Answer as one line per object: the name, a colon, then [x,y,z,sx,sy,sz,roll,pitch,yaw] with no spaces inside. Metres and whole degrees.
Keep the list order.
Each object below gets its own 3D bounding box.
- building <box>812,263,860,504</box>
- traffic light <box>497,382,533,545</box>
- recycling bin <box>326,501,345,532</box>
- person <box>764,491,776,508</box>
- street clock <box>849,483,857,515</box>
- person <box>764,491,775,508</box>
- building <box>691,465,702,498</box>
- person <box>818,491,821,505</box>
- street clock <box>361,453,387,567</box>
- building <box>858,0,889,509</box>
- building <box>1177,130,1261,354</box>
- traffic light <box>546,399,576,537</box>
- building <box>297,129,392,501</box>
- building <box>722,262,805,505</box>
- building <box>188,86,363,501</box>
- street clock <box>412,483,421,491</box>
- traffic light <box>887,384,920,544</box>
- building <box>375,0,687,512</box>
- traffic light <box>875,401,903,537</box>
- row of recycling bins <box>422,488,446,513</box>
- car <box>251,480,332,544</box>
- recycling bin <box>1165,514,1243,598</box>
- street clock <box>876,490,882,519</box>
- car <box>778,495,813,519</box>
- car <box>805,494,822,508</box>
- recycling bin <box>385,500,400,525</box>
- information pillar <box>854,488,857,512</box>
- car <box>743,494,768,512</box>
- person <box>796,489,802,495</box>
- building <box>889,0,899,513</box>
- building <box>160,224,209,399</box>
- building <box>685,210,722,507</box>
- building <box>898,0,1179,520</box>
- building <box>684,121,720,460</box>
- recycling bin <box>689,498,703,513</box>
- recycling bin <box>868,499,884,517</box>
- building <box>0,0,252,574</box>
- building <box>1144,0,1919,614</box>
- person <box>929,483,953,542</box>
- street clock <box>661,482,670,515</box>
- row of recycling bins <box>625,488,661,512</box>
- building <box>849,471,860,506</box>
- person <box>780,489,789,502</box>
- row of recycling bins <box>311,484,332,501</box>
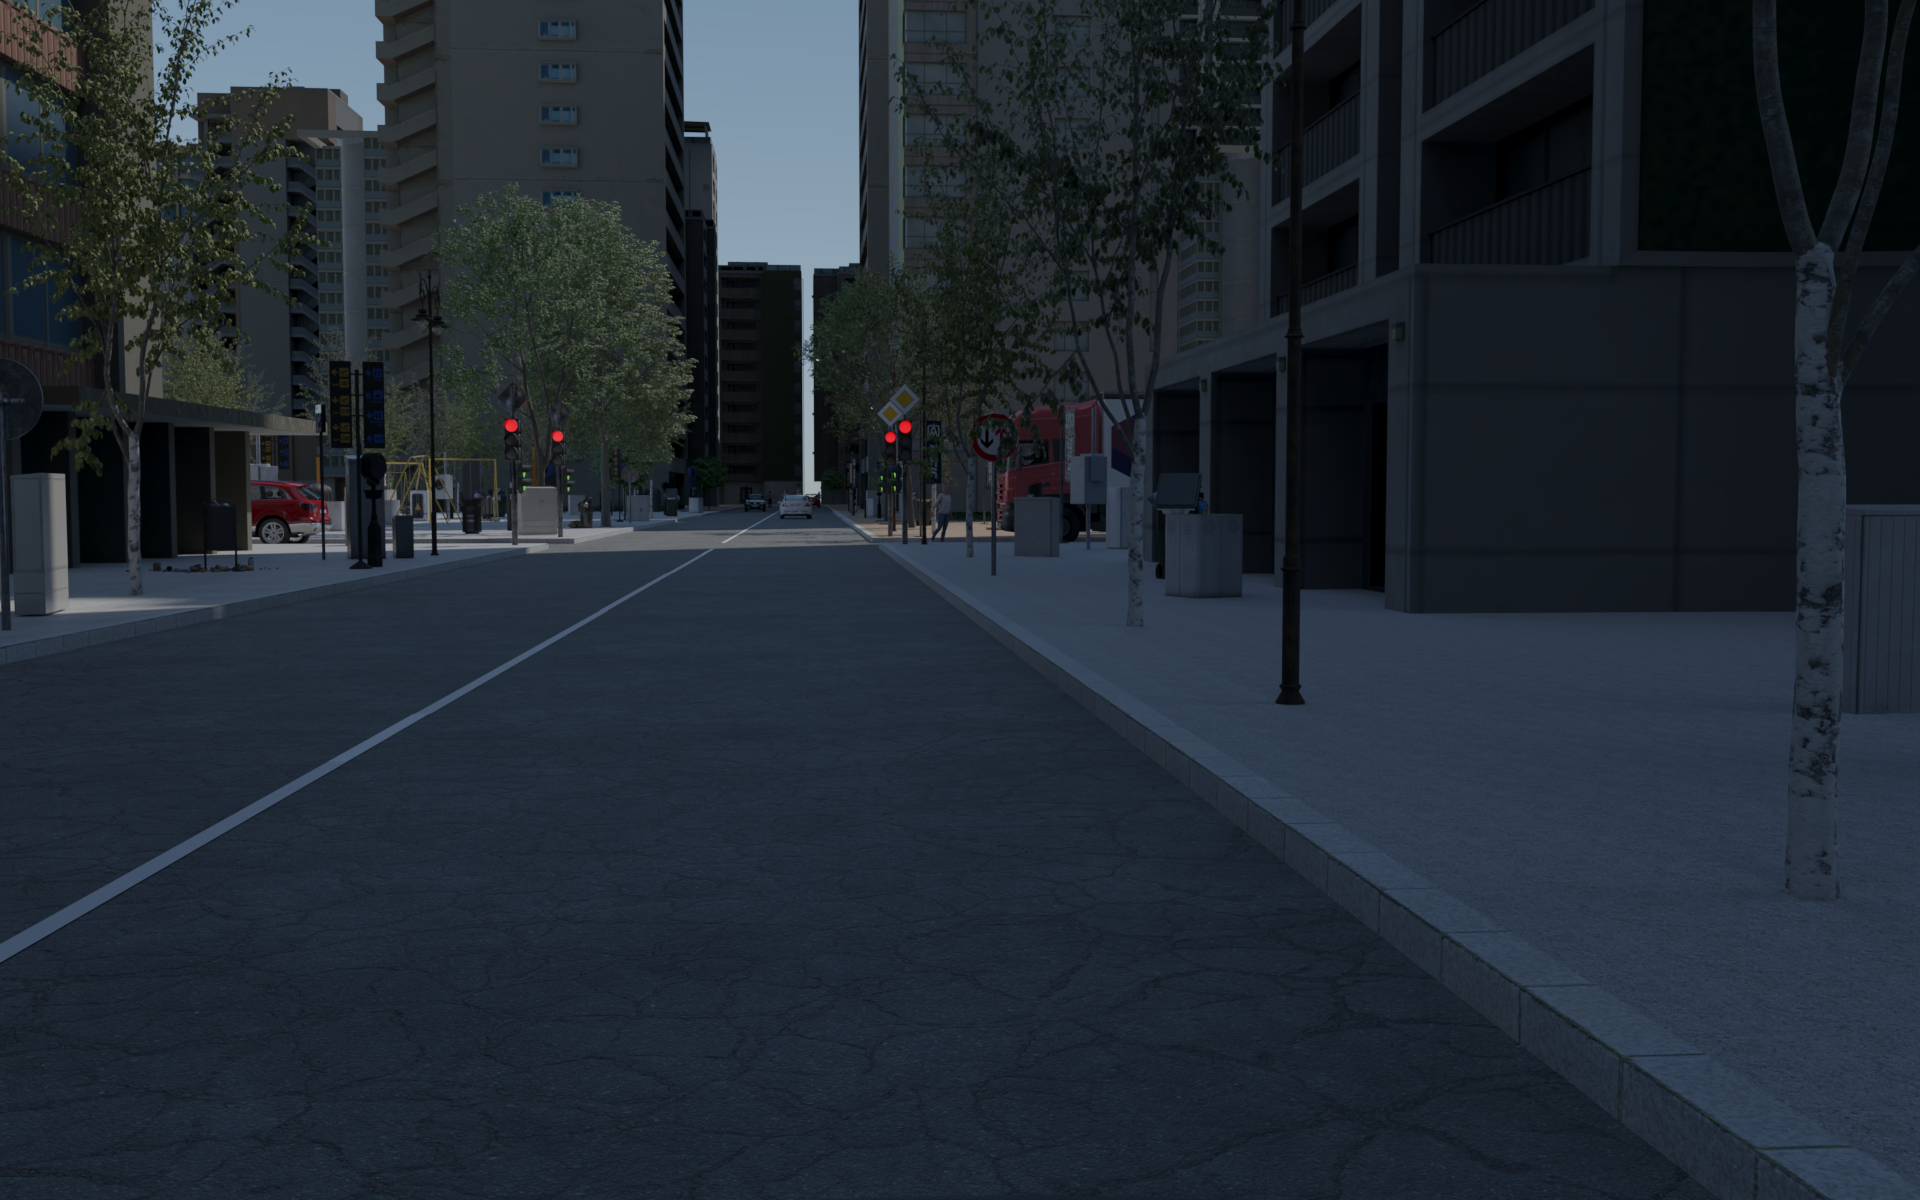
building: [-11.681,-27.395,219.613,14.107,30.474,14.160,0,4,-5]
traffic light: [-11.152,-3.330,43.361,0.839,4.253,0.868,0,4,-5]
recycling bin: [-21.591,-2.881,59.663,0.722,1.027,0.722,0,4,-8]
person: [-20.205,-10.697,184.127,1.217,1.736,0.721,-1,4,-17]
street clock: [-6.529,-6.201,105.954,0.471,2.002,0.358,0,3,0]
person: [-20.086,-10.606,182.622,1.217,1.736,0.721,-1,4,-20]
building: [-34.009,-43.866,155.458,20.563,71.187,20.611,0,4,-5]
person: [-16.213,-11.639,199.461,0.621,1.740,0.551,-1,4,-17]
street clock: [-10.290,-1.580,30.406,0.358,2.002,0.471,1,4,17]
building: [2.898,-31.499,138.713,21.300,48.544,21.600,0,4,-5]
building: [34.851,-30.365,188.344,23.993,40.220,32.217,0,4,-5]
traffic light: [-11.845,-3.816,51.316,0.839,4.253,0.868,0,4,-5]
building: [-52.398,-29.923,181.122,23.993,40.220,32.217,0,4,-5]
building: [-26.753,-27.321,218.395,14.107,30.474,14.160,0,4,-5]
building: [-73.273,-32.867,187.491,14.200,45.320,14.600,0,4,-5]
street clock: [-32.163,-5.987,102.451,0.471,2.002,0.358,0,4,-3]
traffic light: [-1.428,-3.382,44.220,0.839,4.253,0.868,0,4,-5]
building: [-32.944,-31.278,135.096,21.300,48.544,21.600,0,4,-5]
traffic light: [-2.122,-3.869,52.176,0.839,4.253,0.868,0,4,-5]
row of recycling bins: [-36.768,-6.980,121.239,1.069,1.692,3.534,0,4,0]
car: [-20.076,-2.379,47.568,5.304,1.827,2.281,0,4,-3]
recycling bin: [3.057,-0.561,21.720,0.722,1.027,0.722,-2,4,-27]
street clock: [-4.232,-5.270,90.732,0.471,2.002,0.358,-1,4,-21]
car: [-9.593,-5.424,101.039,2.083,1.381,4.827,0,4,-6]
car: [-15.562,-10.563,181.750,2.155,1.783,4.494,0,4,-3]
recycling bin: [-23.966,-3.673,72.603,0.722,1.027,0.722,1,4,15]
information pillar: [-7.338,-7.128,121.029,0.304,2.012,0.304,0,4,5]
car: [-16.732,-8.056,141.500,2.009,1.686,4.222,0,4,-6]
person: [-10.365,-6.363,113.210,0.598,1.740,0.731,3,5,43]
building: [2.503,-28.446,115.209,14.600,45.320,14.200,0,4,-5]
building: [-87.430,-25.423,187.367,14.107,30.474,14.160,0,4,-5]
building: [-31.784,-24.623,174.286,14.160,30.474,14.107,0,4,-5]
building: [3.615,-25.055,93.245,14.154,41.232,14.086,0,4,-5]
building: [-33.872,-31.076,191.692,14.086,41.232,14.154,0,4,-5]
recycling bin: [-17.803,-6.378,116.827,0.722,1.027,0.722,1,4,20]
recycling bin: [-4.701,-5.150,96.749,0.722,1.027,0.722,-2,4,-28]
building: [-28.743,-22.884,28.776,28.867,44.769,22.147,0,4,-5]
building: [14.591,-35.691,21.797,20.563,71.187,20.611,0,4,-5]
person: [-0.594,-2.327,47.225,0.598,1.740,0.731,2,4,32]
street clock: [-17.849,-6.141,104.973,0.471,2.002,0.358,-2,4,-32]
row of recycling bins: [-22.793,-7.155,124.098,3.534,1.692,1.069,3,4,37]
building: [-1.824,-45.980,190.031,20.563,71.187,20.611,0,4,-5]
person: [-12.251,-6.834,120.586,0.716,1.782,0.532,2,4,32]
row of recycling bins: [-26.045,-3.863,70.279,1.069,1.692,3.534,-1,4,-17]
